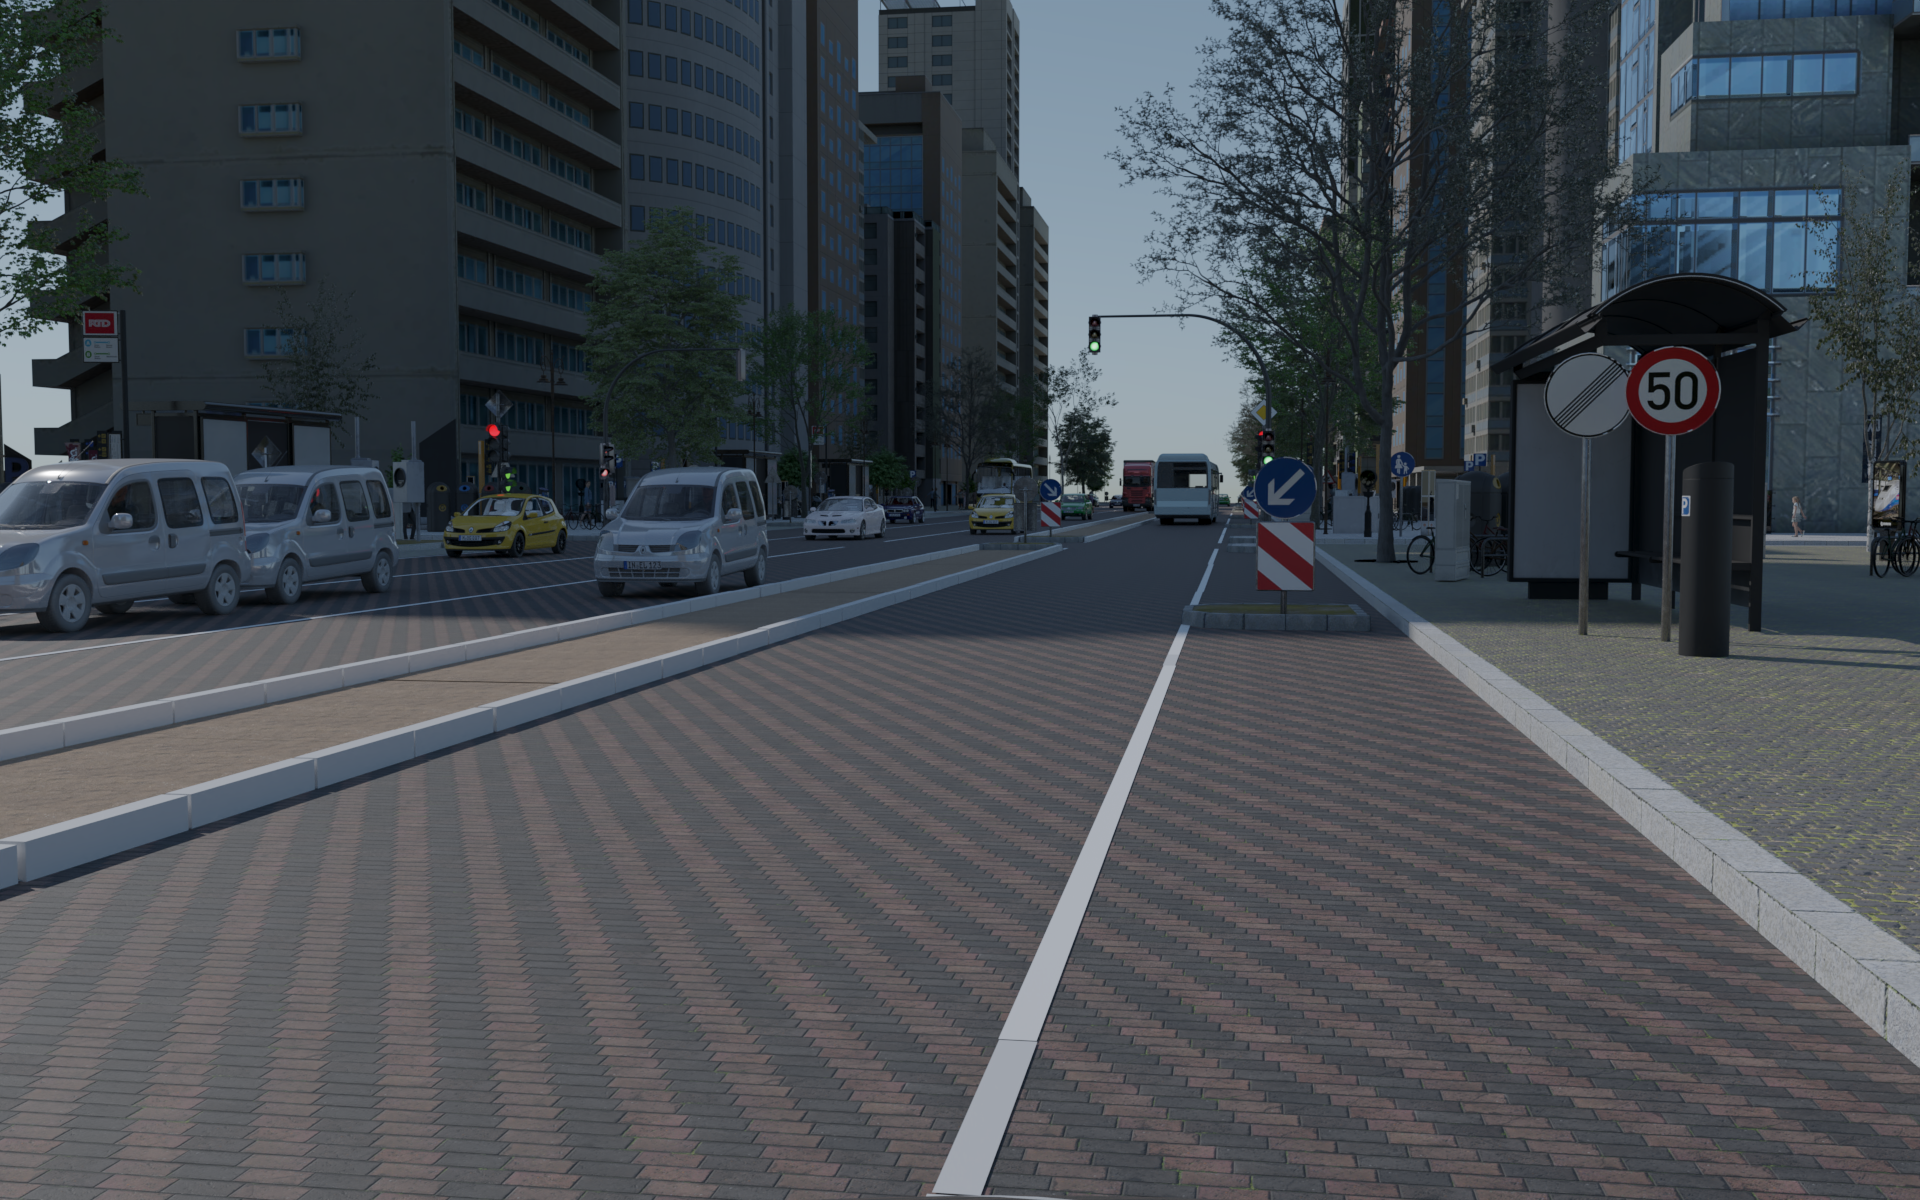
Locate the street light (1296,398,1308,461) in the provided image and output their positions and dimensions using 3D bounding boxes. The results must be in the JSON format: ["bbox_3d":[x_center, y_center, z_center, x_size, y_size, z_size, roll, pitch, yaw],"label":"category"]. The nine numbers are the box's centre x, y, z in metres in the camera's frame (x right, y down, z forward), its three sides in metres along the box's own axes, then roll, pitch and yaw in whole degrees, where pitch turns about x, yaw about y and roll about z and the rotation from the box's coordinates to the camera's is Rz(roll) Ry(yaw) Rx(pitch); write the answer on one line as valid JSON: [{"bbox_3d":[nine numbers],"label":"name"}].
[{"bbox_3d":[15.423,-6.445,78.171,0.468,5.910,1.993,1,4,9],"label":"street light"}]

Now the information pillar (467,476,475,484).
[{"bbox_3d":[-20.152,-4.092,71.397,0.304,2.012,0.304,-1,4,-10],"label":"information pillar"}]

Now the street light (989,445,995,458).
[{"bbox_3d":[2.808,-11.082,153.974,0.468,5.910,1.993,1,4,9],"label":"street light"}]

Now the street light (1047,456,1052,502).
[{"bbox_3d":[10.418,-13.957,200.981,0.468,5.910,1.993,1,4,9],"label":"street light"}]

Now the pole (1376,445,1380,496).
[{"bbox_3d":[17.257,-4.747,71.449,0.158,3.312,0.155,0,3,0],"label":"pole"}]

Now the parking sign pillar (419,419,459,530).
[{"bbox_3d":[-18.652,-4.500,62.054,1.447,3.967,1.447,0,4,-3],"label":"parking sign pillar"}]

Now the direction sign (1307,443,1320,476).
[{"bbox_3d":[15.611,-5.170,76.534,0.876,3.537,0.379,-3,4,-37],"label":"direction sign"}]

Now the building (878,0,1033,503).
[{"bbox_3d":[0.187,-49.917,254.396,20.563,71.187,20.611,1,4,9],"label":"building"}]

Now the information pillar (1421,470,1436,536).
[{"bbox_3d":[14.302,-2.962,52.928,0.304,2.012,0.304,-3,4,-37],"label":"information pillar"}]

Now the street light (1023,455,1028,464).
[{"bbox_3d":[6.686,-12.526,177.589,0.468,5.910,1.993,1,4,9],"label":"street light"}]

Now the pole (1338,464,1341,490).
[{"bbox_3d":[25.492,-7.494,116.364,0.158,3.312,0.155,0,3,0],"label":"pole"}]

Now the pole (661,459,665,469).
[{"bbox_3d":[-16.654,-6.320,97.176,0.158,3.312,0.155,0,3,0],"label":"pole"}]

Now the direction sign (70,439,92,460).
[{"bbox_3d":[-36.100,-4.850,71.298,0.876,3.537,0.379,-2,4,-26],"label":"direction sign"}]

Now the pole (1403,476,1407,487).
[{"bbox_3d":[28.508,-7.162,110.935,0.158,3.312,0.155,0,3,0],"label":"pole"}]

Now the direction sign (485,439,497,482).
[{"bbox_3d":[-19.310,-4.875,71.706,0.379,3.537,0.876,2,4,31],"label":"direction sign"}]

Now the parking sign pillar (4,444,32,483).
[{"bbox_3d":[-50.155,-6.348,92.259,1.447,3.967,1.447,-1,4,-22],"label":"parking sign pillar"}]

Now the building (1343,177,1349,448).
[{"bbox_3d":[56.673,-33.030,223.630,14.154,41.232,14.086,1,4,9],"label":"building"}]

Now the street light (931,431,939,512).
[{"bbox_3d":[-1.790,-9.311,125.024,0.468,5.910,1.993,1,4,9],"label":"street light"}]

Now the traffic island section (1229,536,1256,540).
[{"bbox_3d":[9.010,-1.784,51.448,2.009,0.180,2.903,1,4,9],"label":"traffic island section"}]

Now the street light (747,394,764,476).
[{"bbox_3d":[-9.307,-6.461,78.425,0.468,5.910,1.993,1,4,9],"label":"street light"}]

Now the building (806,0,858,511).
[{"bbox_3d":[-16.341,-29.850,138.154,14.600,45.320,14.200,1,4,9],"label":"building"}]

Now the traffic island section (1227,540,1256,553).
[{"bbox_3d":[7.737,-1.302,43.564,2.009,0.180,2.903,1,4,9],"label":"traffic island section"}]

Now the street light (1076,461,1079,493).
[{"bbox_3d":[16.069,-16.118,236.323,0.468,5.910,1.993,1,4,9],"label":"street light"}]

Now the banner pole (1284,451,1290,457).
[{"bbox_3d":[18.726,-6.673,99.112,0.863,3.779,0.401,-2,4,-34],"label":"banner pole"}]

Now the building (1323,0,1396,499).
[{"bbox_3d":[61.213,-49.008,239.524,20.563,71.187,20.611,1,4,9],"label":"building"}]

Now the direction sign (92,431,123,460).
[{"bbox_3d":[-30.317,-4.272,61.840,0.876,3.537,0.379,0,4,-2],"label":"direction sign"}]

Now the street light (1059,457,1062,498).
[{"bbox_3d":[12.372,-14.679,212.786,0.468,5.910,1.993,1,4,9],"label":"street light"}]

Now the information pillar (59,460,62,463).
[{"bbox_3d":[-61.625,-7.777,118.509,0.504,3.616,0.183,-1,4,-9],"label":"information pillar"}]

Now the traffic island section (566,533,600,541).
[{"bbox_3d":[-11.170,-1.983,54.698,2.009,0.180,2.903,1,4,9],"label":"traffic island section"}]

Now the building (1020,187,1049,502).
[{"bbox_3d":[2.376,-39.922,276.424,21.300,48.544,21.600,1,4,9],"label":"building"}]

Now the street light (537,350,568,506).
[{"bbox_3d":[-13.028,-5.057,55.477,0.468,5.910,1.993,1,4,9],"label":"street light"}]

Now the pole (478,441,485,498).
[{"bbox_3d":[-18.294,-4.429,66.263,0.158,3.312,0.155,0,3,0],"label":"pole"}]

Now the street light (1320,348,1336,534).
[{"bbox_3d":[11.656,-5.031,55.037,0.468,5.910,1.993,1,4,9],"label":"street light"}]

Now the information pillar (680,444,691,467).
[{"bbox_3d":[-12.032,-5.183,76.099,0.504,3.616,0.183,1,4,19],"label":"information pillar"}]

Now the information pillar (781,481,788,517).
[{"bbox_3d":[-9.909,-5.705,97.773,0.304,2.012,0.304,1,4,22],"label":"information pillar"}]

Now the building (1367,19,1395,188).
[{"bbox_3d":[48.788,-30.813,158.424,22.147,44.769,28.867,1,4,9],"label":"building"}]

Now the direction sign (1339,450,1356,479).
[{"bbox_3d":[20.089,-5.988,89.903,0.876,3.537,0.379,0,4,-5],"label":"direction sign"}]

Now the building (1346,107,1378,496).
[{"bbox_3d":[48.560,-30.444,181.355,14.154,41.232,14.086,1,4,9],"label":"building"}]

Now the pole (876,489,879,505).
[{"bbox_3d":[-5.656,-7.623,118.486,0.158,3.312,0.155,0,3,0],"label":"pole"}]

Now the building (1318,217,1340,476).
[{"bbox_3d":[65.949,-37.306,264.580,22.147,44.769,28.867,1,4,9],"label":"building"}]

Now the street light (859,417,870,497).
[{"bbox_3d":[-5.610,-7.865,101.377,0.468,5.910,1.993,1,4,9],"label":"street light"}]

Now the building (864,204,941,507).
[{"bbox_3d":[-10.028,-24.751,176.373,14.160,30.474,14.107,1,4,9],"label":"building"}]

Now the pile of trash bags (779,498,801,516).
[{"bbox_3d":[-10.858,-5.666,102.385,1.912,1.369,3.447,2,4,27],"label":"pile of trash bags"}]

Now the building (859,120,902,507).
[{"bbox_3d":[-22.011,-28.554,158.742,32.217,40.220,23.993,1,4,9],"label":"building"}]

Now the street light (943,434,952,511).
[{"bbox_3d":[-0.971,-9.659,130.714,0.468,5.910,1.993,1,4,9],"label":"street light"}]

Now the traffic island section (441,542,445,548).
[{"bbox_3d":[-12.443,-1.501,46.814,2.009,0.180,2.903,1,4,9],"label":"traffic island section"}]

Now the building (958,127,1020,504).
[{"bbox_3d":[-4.198,-37.310,233.725,21.300,48.544,21.600,1,4,9],"label":"building"}]

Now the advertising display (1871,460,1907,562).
[{"bbox_3d":[17.743,-1.706,33.101,0.123,1.923,0.974,0,4,-1],"label":"advertising display"}]

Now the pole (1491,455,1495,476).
[{"bbox_3d":[27.546,-5.857,89.597,0.158,3.312,0.155,0,3,0],"label":"pole"}]

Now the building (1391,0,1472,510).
[{"bbox_3d":[42.073,-29.817,137.620,14.600,45.320,14.200,1,4,9],"label":"building"}]

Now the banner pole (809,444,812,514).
[{"bbox_3d":[-7.532,-5.954,87.369,0.401,3.779,0.863,0,4,3],"label":"banner pole"}]

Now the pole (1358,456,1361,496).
[{"bbox_3d":[21.635,-6.118,93.875,0.158,3.312,0.155,0,3,0],"label":"pole"}]

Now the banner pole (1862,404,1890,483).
[{"bbox_3d":[25.412,-3.544,47.958,0.863,3.779,0.401,3,5,39],"label":"banner pole"}]

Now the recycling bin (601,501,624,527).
[{"bbox_3d":[-13.580,-3.376,67.752,0.722,1.027,0.722,0,4,8],"label":"recycling bin"}]
